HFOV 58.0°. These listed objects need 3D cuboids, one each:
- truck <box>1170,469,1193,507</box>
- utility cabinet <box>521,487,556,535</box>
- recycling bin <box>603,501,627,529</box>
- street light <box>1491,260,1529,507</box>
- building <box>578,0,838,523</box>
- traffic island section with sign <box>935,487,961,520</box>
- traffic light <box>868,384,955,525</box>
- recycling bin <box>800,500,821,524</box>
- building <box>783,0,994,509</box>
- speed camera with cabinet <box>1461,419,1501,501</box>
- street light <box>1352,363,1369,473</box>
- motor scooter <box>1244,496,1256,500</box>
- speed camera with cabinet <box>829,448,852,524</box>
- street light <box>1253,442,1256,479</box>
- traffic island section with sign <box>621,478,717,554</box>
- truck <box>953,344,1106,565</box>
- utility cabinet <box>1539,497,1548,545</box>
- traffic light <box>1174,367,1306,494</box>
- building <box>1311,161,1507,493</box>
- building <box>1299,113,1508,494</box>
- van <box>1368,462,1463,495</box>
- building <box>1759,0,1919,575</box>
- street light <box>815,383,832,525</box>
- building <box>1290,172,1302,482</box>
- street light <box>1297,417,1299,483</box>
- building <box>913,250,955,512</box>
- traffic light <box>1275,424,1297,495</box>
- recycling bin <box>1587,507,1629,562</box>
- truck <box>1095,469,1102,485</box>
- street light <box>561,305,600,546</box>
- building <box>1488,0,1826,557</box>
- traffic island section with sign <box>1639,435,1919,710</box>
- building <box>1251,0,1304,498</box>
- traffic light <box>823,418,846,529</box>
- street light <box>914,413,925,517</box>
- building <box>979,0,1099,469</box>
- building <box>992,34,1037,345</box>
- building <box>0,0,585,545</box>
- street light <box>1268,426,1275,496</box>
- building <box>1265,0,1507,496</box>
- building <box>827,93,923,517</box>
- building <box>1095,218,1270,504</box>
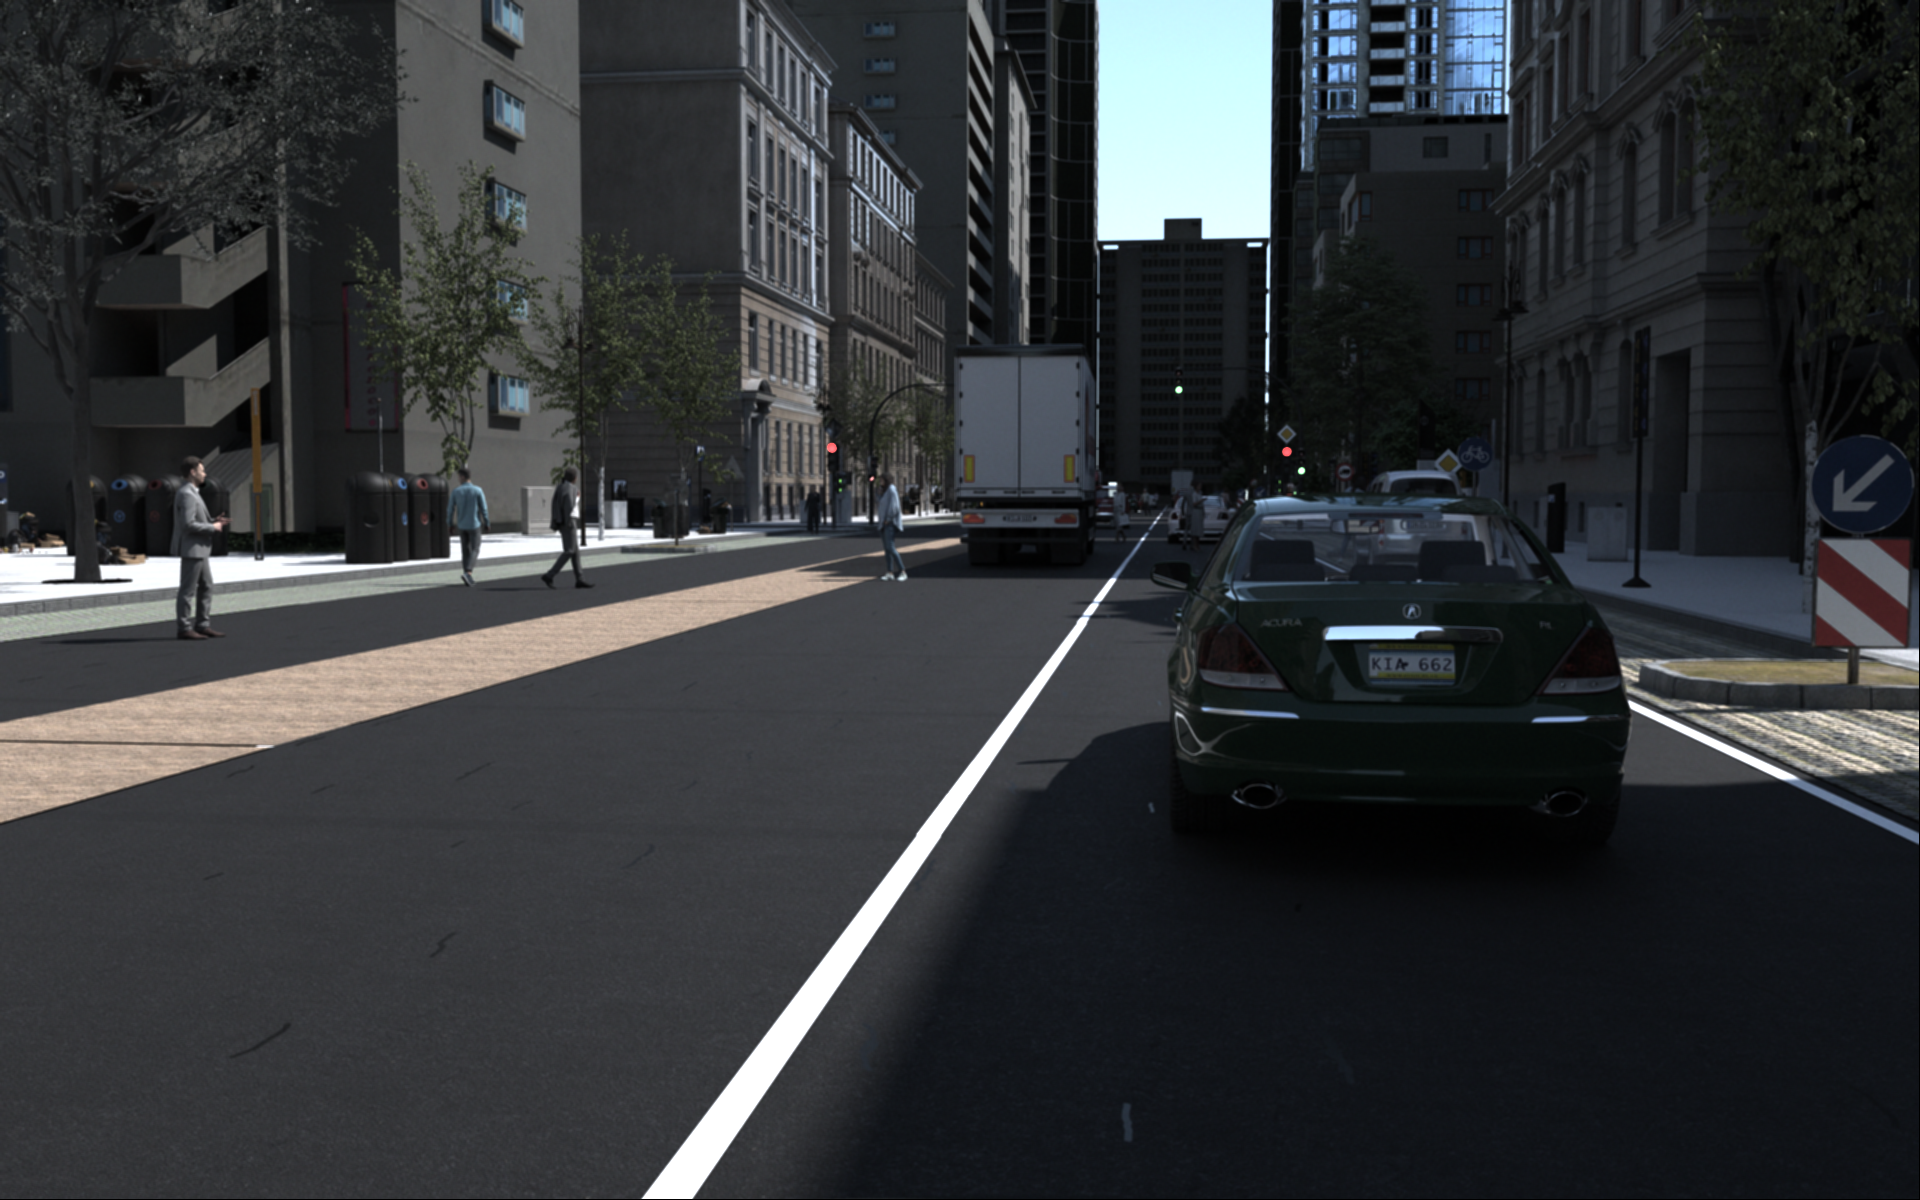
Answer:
[{"bbox_3d":[25.462,-12.827,198.641,2.839,4.237,11.283,0,4,7],"label":"truck"},{"bbox_3d":[-13.211,-2.795,54.371,0.318,1.500,1.173,2,4,34],"label":"utility cabinet"},{"bbox_3d":[-12.648,-3.099,63.223,0.722,1.027,0.722,3,4,38],"label":"recycling bin"},{"bbox_3d":[10.900,-3.771,34.449,0.468,5.910,1.993,0,4,7],"label":"street light"},{"bbox_3d":[-14.477,-18.337,85.708,13.634,28.700,20.117,0,4,7],"label":"building"},{"bbox_3d":[-0.281,-5.387,96.708,1.989,1.847,2.006,0,4,7],"label":"traffic island section with sign"},{"bbox_3d":[-1.573,-5.930,71.617,4.771,5.953,1.251,0,4,7],"label":"traffic light"},{"bbox_3d":[-6.503,-3.843,75.384,0.722,1.027,0.722,1,4,21],"label":"recycling bin"},{"bbox_3d":[-8.636,-32.704,158.410,21.300,48.544,21.600,0,4,7],"label":"building"},{"bbox_3d":[13.912,-3.186,46.427,0.660,3.252,2.038,0,4,2],"label":"speed camera with cabinet"},{"bbox_3d":[14.131,-5.410,61.236,0.468,5.910,1.993,0,4,7],"label":"street light"},{"bbox_3d":[18.788,-6.062,111.889,0.815,1.314,1.986,0,4,7],"label":"motor scooter"},{"bbox_3d":[-5.193,-4.943,75.160,0.660,3.252,2.038,1,4,9],"label":"speed camera with cabinet"},{"bbox_3d":[24.425,-10.456,143.743,0.468,5.910,1.993,0,4,7],"label":"street light"},{"bbox_3d":[-7.048,-2.066,42.410,1.989,1.847,2.006,0,4,7],"label":"traffic island section with sign"},{"bbox_3d":[1.693,-3.009,38.112,2.839,4.237,11.283,0,4,6],"label":"truck"},{"bbox_3d":[14.785,-1.975,43.455,0.306,1.237,1.020,0,4,6],"label":"utility cabinet"},{"bbox_3d":[10.050,-5.339,61.967,4.771,5.953,1.251,0,4,7],"label":"traffic light"},{"bbox_3d":[36.713,-15.959,105.975,27.650,21.520,28.899,0,4,7],"label":"building"},{"bbox_3d":[34.573,-22.259,135.642,14.160,30.474,14.107,0,4,7],"label":"building"},{"bbox_3d":[8.224,-1.517,31.815,2.013,2.044,4.112,0,4,7],"label":"van"},{"bbox_3d":[21.243,-9.635,24.977,16.820,18.784,16.811,0,4,7],"label":"building"},{"bbox_3d":[-5.653,-6.088,72.334,0.468,5.910,1.993,0,4,7],"label":"street light"},{"bbox_3d":[36.997,-23.561,156.920,14.160,30.474,14.107,0,4,7],"label":"building"},{"bbox_3d":[17.865,-7.240,91.164,0.468,5.910,1.993,0,4,7],"label":"street light"},{"bbox_3d":[-7.493,-18.047,131.220,11.583,22.565,21.152,0,4,7],"label":"building"},{"bbox_3d":[13.124,-4.945,69.774,0.839,4.253,0.868,0,4,7],"label":"traffic light"},{"bbox_3d":[12.415,-1.263,33.204,0.722,1.027,0.722,1,4,20],"label":"recycling bin"},{"bbox_3d":[14.617,-12.611,195.100,2.839,4.237,11.283,0,4,6],"label":"truck"},{"bbox_3d":[-9.300,-4.269,42.593,0.468,5.910,1.993,0,4,7],"label":"street light"},{"bbox_3d":[22.676,-15.759,45.057,14.401,28.519,23.554,0,4,7],"label":"building"},{"bbox_3d":[6.020,-0.229,12.376,1.989,1.847,2.006,0,4,7],"label":"traffic island section with sign"},{"bbox_3d":[45.119,-46.807,203.547,20.563,71.187,20.611,0,4,7],"label":"building"},{"bbox_3d":[-4.647,-4.587,63.916,0.839,4.253,0.868,0,4,7],"label":"traffic light"},{"bbox_3d":[-2.291,-7.692,98.559,0.468,5.910,1.993,0,4,7],"label":"street light"},{"bbox_3d":[8.605,-49.157,241.965,20.611,71.187,20.563,0,4,7],"label":"building"},{"bbox_3d":[-5.777,-37.773,206.820,27.495,52.752,28.713,0,4,7],"label":"building"},{"bbox_3d":[-25.518,-26.256,52.986,21.600,48.544,21.300,0,4,7],"label":"building"},{"bbox_3d":[21.077,-8.845,117.408,0.468,5.910,1.993,0,4,7],"label":"street light"},{"bbox_3d":[58.105,-56.474,236.027,31.000,86.520,22.319,0,4,7],"label":"building"},{"bbox_3d":[-10.214,-19.006,108.018,12.463,27.353,25.104,0,4,7],"label":"building"},{"bbox_3d":[31.551,-33.934,246.704,23.993,40.220,32.217,0,4,7],"label":"building"}]
